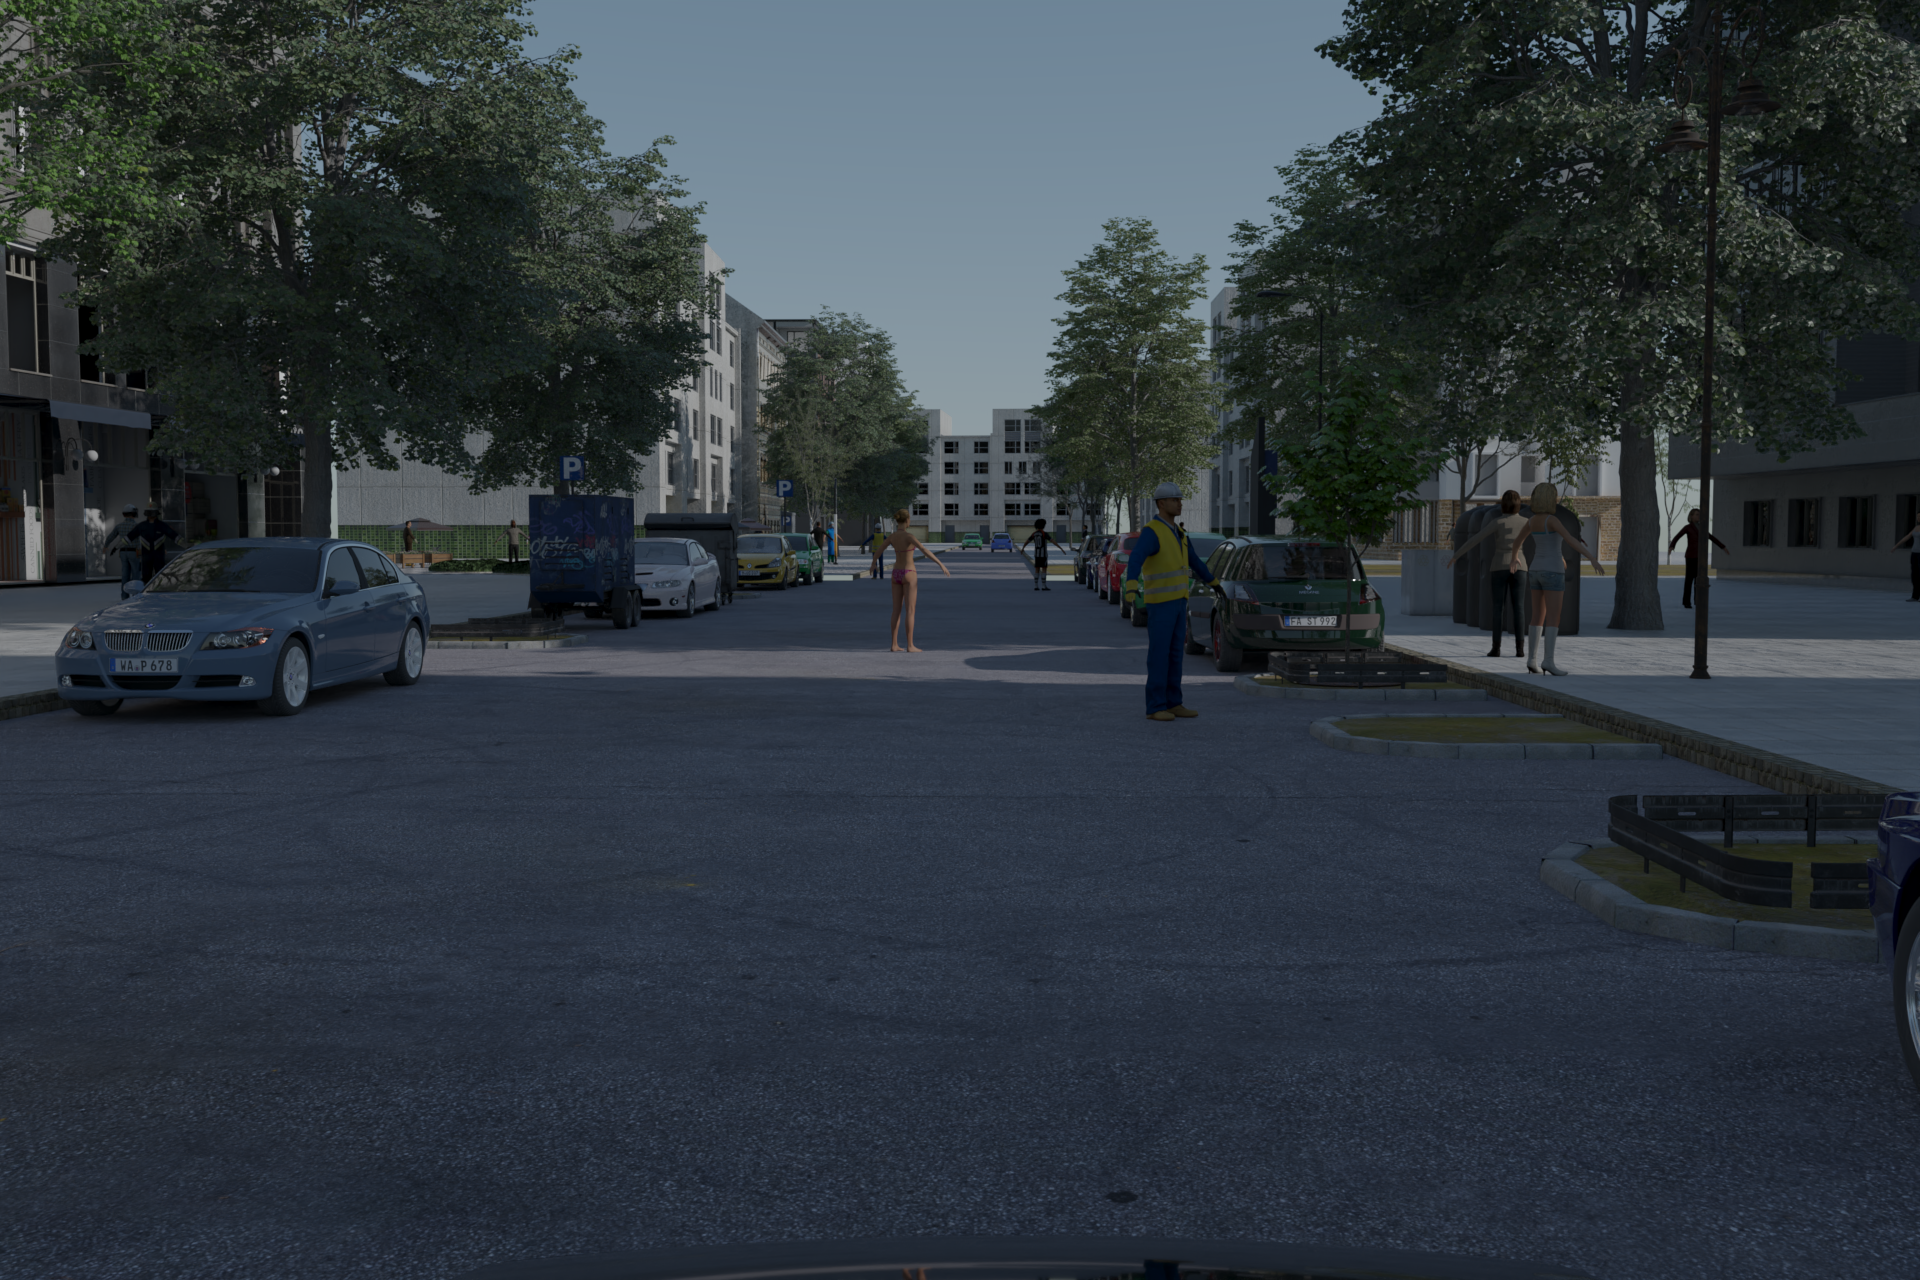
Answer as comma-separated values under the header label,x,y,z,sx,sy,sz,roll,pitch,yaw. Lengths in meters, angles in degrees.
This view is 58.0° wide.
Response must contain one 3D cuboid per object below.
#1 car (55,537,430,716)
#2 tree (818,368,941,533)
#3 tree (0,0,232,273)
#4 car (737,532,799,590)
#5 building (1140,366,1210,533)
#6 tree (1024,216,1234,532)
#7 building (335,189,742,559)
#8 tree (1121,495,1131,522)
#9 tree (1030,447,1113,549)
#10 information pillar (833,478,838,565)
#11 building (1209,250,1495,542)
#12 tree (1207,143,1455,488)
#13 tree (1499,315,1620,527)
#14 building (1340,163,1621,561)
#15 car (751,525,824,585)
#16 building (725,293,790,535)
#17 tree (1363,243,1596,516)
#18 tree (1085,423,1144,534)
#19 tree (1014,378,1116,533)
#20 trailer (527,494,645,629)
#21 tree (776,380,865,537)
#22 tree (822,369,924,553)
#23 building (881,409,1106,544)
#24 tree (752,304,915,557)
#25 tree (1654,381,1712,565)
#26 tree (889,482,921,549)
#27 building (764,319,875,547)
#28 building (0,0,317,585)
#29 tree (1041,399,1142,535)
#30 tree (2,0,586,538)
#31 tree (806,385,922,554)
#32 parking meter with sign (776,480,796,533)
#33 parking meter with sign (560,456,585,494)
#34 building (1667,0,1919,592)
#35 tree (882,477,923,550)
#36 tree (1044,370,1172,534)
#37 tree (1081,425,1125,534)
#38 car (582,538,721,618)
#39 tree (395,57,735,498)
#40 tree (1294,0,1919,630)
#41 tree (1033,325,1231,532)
label,x,y,z,sx,sy,sz,roll,pitch,yaw
car,-6.068,-0.194,15.179,2.014,1.417,4.499,0,4,1
tree,-6.214,-13.763,131.681,9.857,13.997,8.962,0,3,0
tree,-12.438,-5.730,19.439,9.928,11.665,9.643,0,3,0
car,-5.236,-2.148,45.339,2.015,1.641,3.980,0,4,1
building,28.760,-19.833,190.722,16.747,18.905,31.486,0,4,1
tree,6.120,-8.849,62.816,7.486,12.596,7.792,0,3,0
building,-23.749,-14.585,104.930,16.747,18.905,31.486,0,4,0
tree,25.439,-18.197,247.880,4.360,8.622,3.978,0,3,0
tree,9.969,-13.365,152.938,8.767,10.594,7.601,2,4,30
information pillar,-5.228,-4.976,72.707,0.183,3.616,0.504,0,4,1
building,27.012,-15.299,116.601,16.747,18.905,31.486,0,4,2
tree,10.995,-8.133,51.104,7.486,12.596,7.792,0,3,0
tree,20.066,-6.573,57.830,4.737,8.622,4.395,0,3,0
building,26.181,-14.600,95.138,16.016,20.090,11.380,0,4,1
car,-4.966,-2.508,49.795,1.959,1.807,4.718,0,4,1
building,-23.437,-18.405,131.849,19.493,23.208,18.063,0,4,1
tree,20.214,-9.698,68.937,12.009,13.543,11.850,0,3,0
tree,8.605,-9.391,103.902,4.360,8.622,3.978,0,3,0
tree,9.713,-13.796,135.926,12.009,13.543,11.850,0,3,0
trailer,-5.710,-1.140,25.695,1.471,1.999,3.904,0,4,1
tree,-7.239,-8.125,83.198,4.360,8.622,3.978,0,3,0
tree,-6.136,-12.254,118.482,7.486,12.596,7.792,0,3,0
building,5.286,-23.347,250.629,31.486,18.905,16.747,0,4,5
tree,-7.089,-11.698,97.912,9.857,13.997,8.962,0,3,0
tree,29.590,-7.450,72.163,4.360,8.622,3.978,0,3,0
tree,-6.115,-12.404,153.168,4.360,8.622,3.978,0,3,0
building,-23.768,-20.625,181.187,27.936,21.610,32.646,0,4,1
building,-27.775,-16.205,44.545,16.754,29.471,25.880,0,4,2
tree,9.326,-11.927,120.762,9.928,11.665,9.643,0,3,0
tree,-11.157,-7.530,29.772,9.857,13.997,8.962,0,3,0
tree,-6.230,-10.678,108.995,8.767,10.594,7.601,1,4,12
parking meter with sign,-5.604,-3.689,56.584,0.543,3.016,1.738,0,4,2
parking meter with sign,-8.623,-2.644,39.487,0.543,3.016,1.738,0,4,1
building,26.346,-13.110,33.415,14.314,24.678,30.058,0,4,2
tree,-6.473,-12.795,143.603,7.601,10.594,8.767,2,4,30
tree,8.185,-9.593,91.258,8.767,10.594,7.601,1,4,21
tree,8.701,-9.806,110.693,4.360,8.622,3.978,0,3,0
car,-5.467,-1.147,31.113,2.083,1.381,4.827,0,4,1
tree,-10.839,-8.589,47.089,9.857,13.997,8.962,0,3,0
tree,9.071,-7.111,22.918,9.857,13.997,8.962,0,3,0
tree,7.525,-8.619,75.337,8.767,10.594,7.601,0,4,-5
